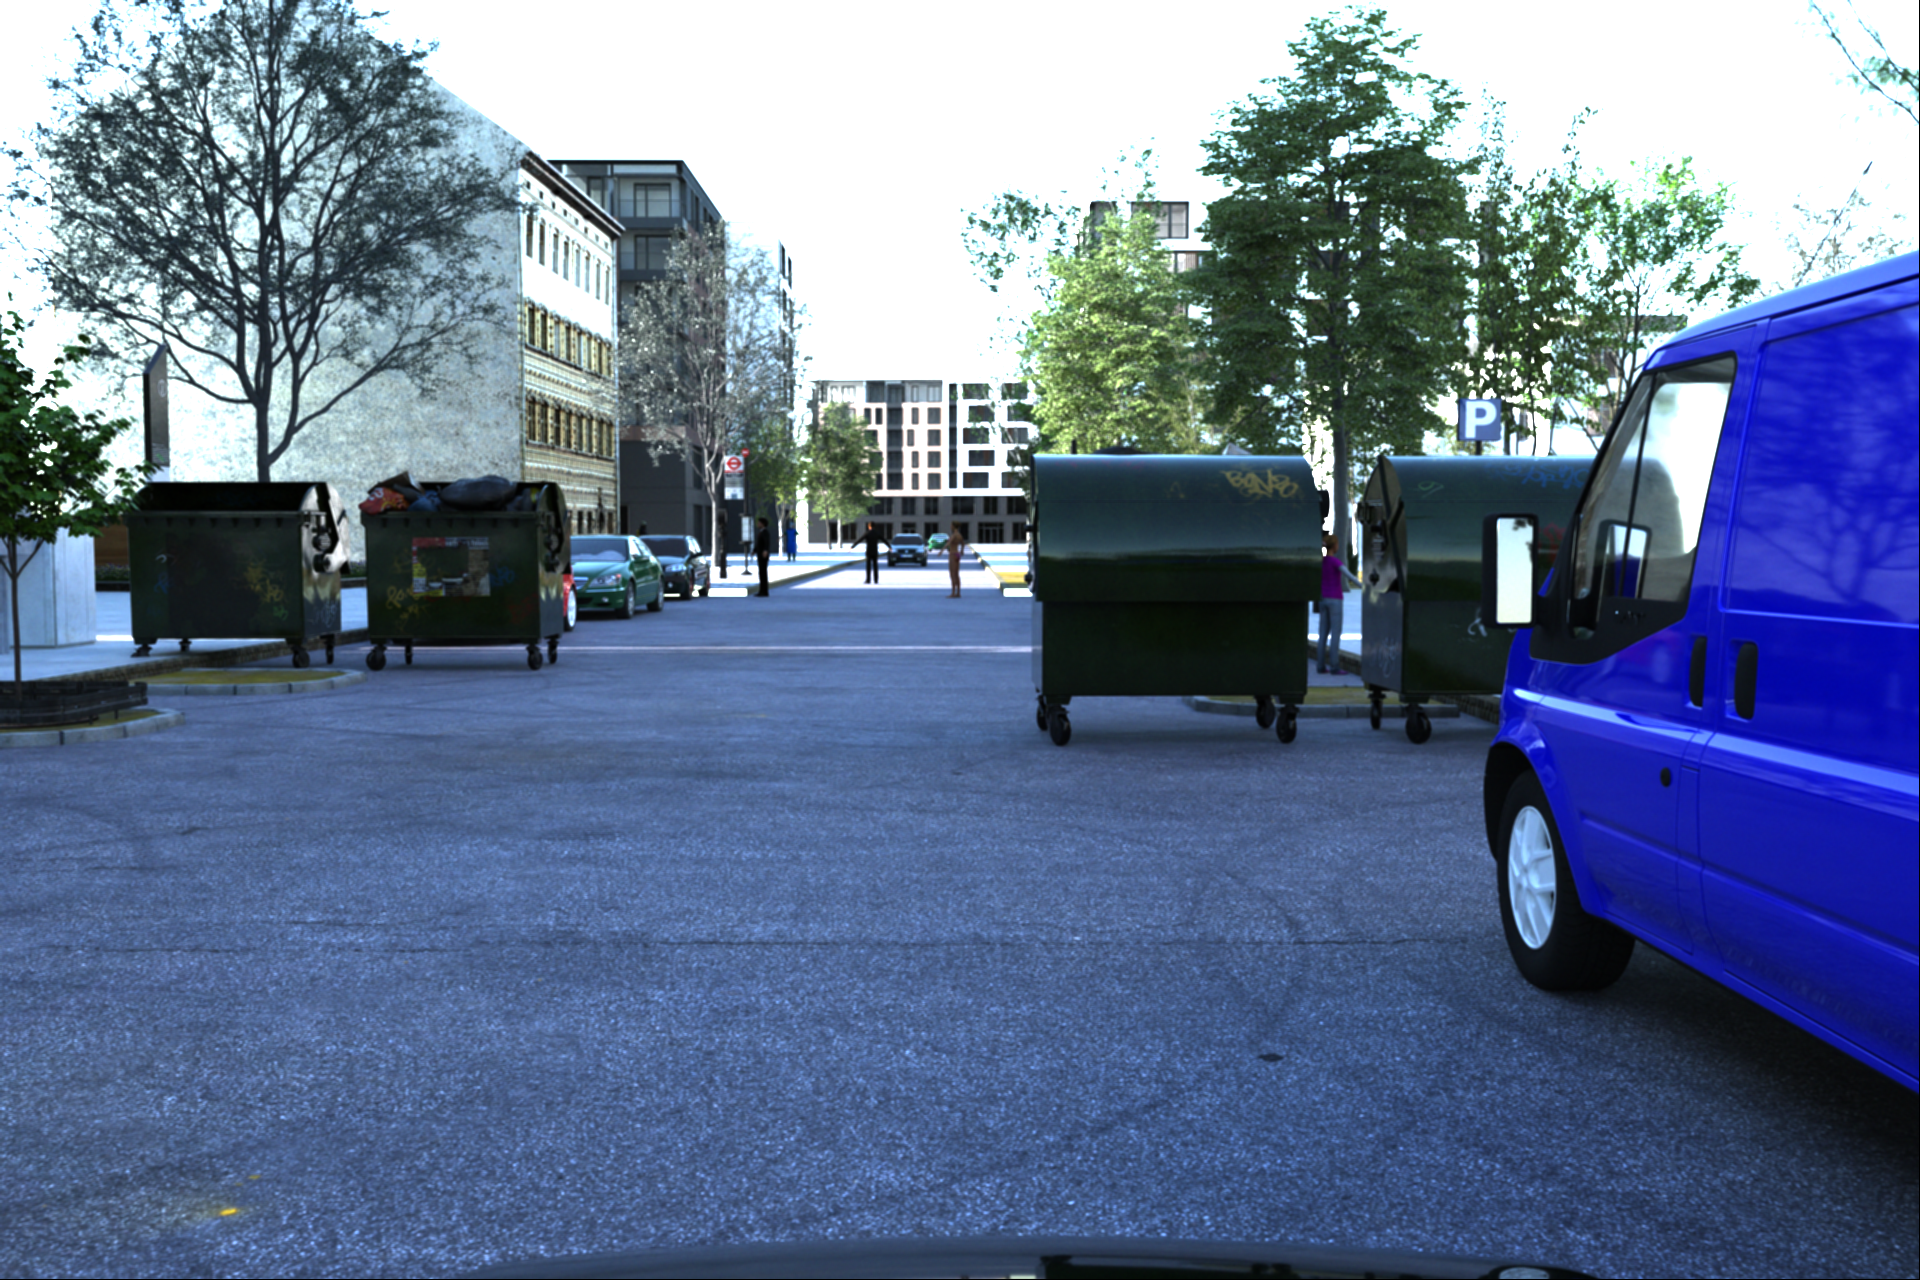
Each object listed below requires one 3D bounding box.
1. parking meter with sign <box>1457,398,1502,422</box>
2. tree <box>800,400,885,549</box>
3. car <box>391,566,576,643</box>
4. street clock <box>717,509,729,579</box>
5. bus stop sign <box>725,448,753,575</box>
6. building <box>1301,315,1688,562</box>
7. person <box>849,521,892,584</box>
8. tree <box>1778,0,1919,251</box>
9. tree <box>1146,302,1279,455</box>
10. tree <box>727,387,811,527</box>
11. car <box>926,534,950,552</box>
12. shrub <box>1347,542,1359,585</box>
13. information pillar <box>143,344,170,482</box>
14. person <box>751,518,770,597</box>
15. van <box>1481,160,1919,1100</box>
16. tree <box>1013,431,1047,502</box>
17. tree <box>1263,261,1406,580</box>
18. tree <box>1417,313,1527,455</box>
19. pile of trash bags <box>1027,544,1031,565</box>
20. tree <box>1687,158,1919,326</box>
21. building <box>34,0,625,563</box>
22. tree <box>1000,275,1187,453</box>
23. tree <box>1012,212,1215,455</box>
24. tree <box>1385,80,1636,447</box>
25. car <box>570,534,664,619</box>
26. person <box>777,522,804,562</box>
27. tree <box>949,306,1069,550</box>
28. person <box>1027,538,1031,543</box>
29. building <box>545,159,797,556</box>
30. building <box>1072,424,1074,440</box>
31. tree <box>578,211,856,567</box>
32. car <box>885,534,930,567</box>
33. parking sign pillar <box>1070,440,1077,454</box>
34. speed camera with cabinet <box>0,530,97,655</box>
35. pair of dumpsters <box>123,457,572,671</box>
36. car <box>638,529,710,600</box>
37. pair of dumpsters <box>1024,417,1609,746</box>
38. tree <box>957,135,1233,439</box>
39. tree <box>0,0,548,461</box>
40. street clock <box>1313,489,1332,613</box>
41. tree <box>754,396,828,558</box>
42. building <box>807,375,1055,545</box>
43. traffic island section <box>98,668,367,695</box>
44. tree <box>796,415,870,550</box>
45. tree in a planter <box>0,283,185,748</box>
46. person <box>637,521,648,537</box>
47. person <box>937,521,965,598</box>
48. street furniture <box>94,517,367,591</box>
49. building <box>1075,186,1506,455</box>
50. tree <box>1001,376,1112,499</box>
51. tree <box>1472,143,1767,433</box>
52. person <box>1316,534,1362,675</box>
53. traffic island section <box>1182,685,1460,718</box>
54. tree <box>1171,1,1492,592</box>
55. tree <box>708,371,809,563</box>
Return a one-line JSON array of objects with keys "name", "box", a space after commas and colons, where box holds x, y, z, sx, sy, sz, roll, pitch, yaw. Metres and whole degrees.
[{"name": "parking meter with sign", "box": [6.672, -1.543, 21.492, 0.543, 3.016, 1.738, 0, 4, 0]}, {"name": "tree", "box": [-10.115, -14.004, 147.087, 7.486, 12.596, 7.792, 0, 3, 0]}, {"name": "car", "box": [-6.590, -0.919, 24.072, 2.155, 1.783, 4.494, 0, 4, 0]}, {"name": "street clock", "box": [-6.817, -2.768, 49.834, 0.358, 2.002, 0.471, 0, 4, 2]}, {"name": "bus stop sign", "box": [-6.886, -3.991, 53.952, 0.855, 3.939, 0.416, 0, 4, 1]}, {"name": "building", "box": [23.159, -8.455, 80.386, 9.099, 9.664, 28.070, 0, 4, 0]}, {"name": "person", "box": [-2.564, -2.539, 50.195, 1.346, 1.802, 0.704, -1, 4, -23]}, {"name": "tree", "box": [8.761, -3.790, 12.324, 4.360, 8.622, 3.978, 0, 3, 0]}, {"name": "tree", "box": [7.740, -6.318, 53.663, 4.360, 8.622, 3.978, 0, 3, 0]}, {"name": "tree", "box": [-9.596, -8.261, 85.430, 4.737, 8.622, 4.395, 0, 3, 0]}, {"name": "car", "box": [-1.636, -7.816, 139.582, 2.131, 1.459, 4.920, 0, 4, -1]}, {"name": "shrub", "box": [9.586, -1.985, 43.576, 1.383, 1.207, 1.383, 0, 3, 0]}, {"name": "information pillar", "box": [-9.806, -1.826, 21.202, 0.183, 3.616, 0.504, 0, 4, 1]}, {"name": "person", "box": [-4.554, -1.904, 39.769, 0.705, 1.806, 1.347, -1, 4, -19]}, {"name": "van", "box": [2.725, 0.041, 3.713, 2.240, 2.365, 5.245, 0, 4, -1]}, {"name": "tree", "box": [5.517, -10.520, 122.372, 4.737, 8.622, 4.395, 0, 3, 0]}, {"name": "tree", "box": [10.769, -5.852, 46.040, 4.360, 8.622, 3.978, 0, 3, 0]}, {"name": "tree", "box": [17.087, -6.486, 56.413, 4.360, 8.622, 3.978, 0, 3, 0]}, {"name": "pile of trash bags", "box": [2.983, -2.630, 52.752, 1.912, 1.369, 3.447, 0, 4, -2]}, {"name": "tree", "box": [28.234, -8.960, 56.873, 12.009, 13.543, 11.850, 0, 3, 0]}, {"name": "building", "box": [-26.408, -15.052, 77.027, 19.493, 23.208, 18.063, 0, 4, 1]}, {"name": "tree", "box": [5.447, -8.818, 69.935, 9.928, 11.665, 9.643, 0, 3, 0]}, {"name": "tree", "box": [5.692, -8.740, 61.028, 7.486, 12.596, 7.792, 0, 3, 0]}, {"name": "tree", "box": [9.079, -4.755, 28.110, 4.737, 8.622, 4.395, 0, 3, 0]}, {"name": "car", "box": [-6.439, -1.156, 30.695, 2.131, 1.459, 4.920, 0, 4, 0]}, {"name": "person", "box": [-7.792, -4.513, 79.919, 1.347, 1.817, 0.704, 1, 4, 14]}, {"name": "tree", "box": [5.260, -17.608, 143.774, 12.611, 20.169, 13.585, 0, 3, 0]}, {"name": "person", "box": [3.391, -4.003, 71.590, 1.345, 1.843, 0.704, -2, 4, -30]}, {"name": "building", "box": [-25.768, -16.329, 110.958, 27.936, 21.610, 32.646, 0, 4, -1]}, {"name": "building", "box": [24.130, -20.449, 178.313, 27.936, 21.610, 32.646, 0, 4, 0]}, {"name": "tree", "box": [-9.484, -9.564, 66.734, 12.009, 13.543, 11.850, 0, 3, 0]}, {"name": "car", "box": [-2.335, -4.135, 77.392, 2.009, 1.686, 4.222, 0, 4, 0]}, {"name": "parking sign pillar", "box": [3.383, -3.772, 50.148, 1.447, 3.967, 1.447, 0, 4, 0]}, {"name": "speed camera with cabinet", "box": [-10.386, -1.521, 19.204, 0.660, 3.252, 2.038, 0, 4, 0]}, {"name": "pair of dumpsters", "box": [-6.514, -0.833, 18.575, 4.436, 2.255, 1.574, 0, 3, 0]}, {"name": "car", "box": [-6.660, -1.767, 38.684, 2.009, 1.686, 4.222, 0, 3, 0]}, {"name": "pair of dumpsters", "box": [2.666, -0.447, 12.257, 4.436, 2.255, 1.574, 0, 4, -1]}, {"name": "tree", "box": [6.534, -13.843, 82.230, 12.611, 20.169, 13.585, 0, 3, 0]}, {"name": "tree", "box": [-12.788, -7.428, 31.817, 12.009, 13.543, 11.850, 0, 3, 0]}, {"name": "street clock", "box": [5.845, -1.439, 28.095, 0.358, 2.002, 0.471, 0, 4, 0]}, {"name": "tree", "box": [-9.341, -8.619, 91.287, 4.737, 8.622, 4.395, 0, 3, 0]}, {"name": "building", "box": [-2.860, -23.856, 236.480, 32.646, 21.610, 27.936, 0, 4, 6]}, {"name": "traffic island section", "box": [-6.769, 0.397, 16.380, 1.991, 0.108, 1.994, 0, 3, 0]}, {"name": "tree", "box": [-10.469, -12.284, 135.258, 7.601, 10.594, 8.767, 1, 4, 19]}, {"name": "tree in a planter", "box": [-6.841, -0.934, 12.488, 1.991, 3.239, 1.994, 0, 4, 1]}, {"name": "person", "box": [-14.018, -4.346, 76.837, 0.705, 1.856, 1.354, -2, 4, -25]}, {"name": "person", "box": [-0.189, -1.820, 39.010, 0.721, 1.733, 1.217, 2, 4, 26]}, {"name": "street furniture", "box": [-17.487, -2.067, 40.646, 11.010, 1.723, 9.812, 0, 4, 7]}, {"name": "building", "box": [21.546, -16.776, 118.269, 27.936, 21.610, 32.646, 0, 3, 0]}, {"name": "tree", "box": [5.790, -9.833, 95.178, 7.601, 10.594, 8.767, -1, 4, -10]}, {"name": "tree", "box": [17.488, -7.382, 46.445, 9.928, 11.665, 9.643, 0, 3, 0]}, {"name": "person", "box": [3.829, -0.365, 17.698, 0.599, 1.433, 0.991, -2, 4, -34]}, {"name": "traffic island section", "box": [2.900, 0.511, 14.506, 1.991, 0.108, 1.994, 0, 4, 0]}, {"name": "tree", "box": [8.078, -7.316, 37.739, 7.486, 12.596, 7.792, 0, 3, 0]}, {"name": "tree", "box": [-9.406, -7.702, 76.292, 4.360, 8.622, 3.978, 0, 3, 0]}]
